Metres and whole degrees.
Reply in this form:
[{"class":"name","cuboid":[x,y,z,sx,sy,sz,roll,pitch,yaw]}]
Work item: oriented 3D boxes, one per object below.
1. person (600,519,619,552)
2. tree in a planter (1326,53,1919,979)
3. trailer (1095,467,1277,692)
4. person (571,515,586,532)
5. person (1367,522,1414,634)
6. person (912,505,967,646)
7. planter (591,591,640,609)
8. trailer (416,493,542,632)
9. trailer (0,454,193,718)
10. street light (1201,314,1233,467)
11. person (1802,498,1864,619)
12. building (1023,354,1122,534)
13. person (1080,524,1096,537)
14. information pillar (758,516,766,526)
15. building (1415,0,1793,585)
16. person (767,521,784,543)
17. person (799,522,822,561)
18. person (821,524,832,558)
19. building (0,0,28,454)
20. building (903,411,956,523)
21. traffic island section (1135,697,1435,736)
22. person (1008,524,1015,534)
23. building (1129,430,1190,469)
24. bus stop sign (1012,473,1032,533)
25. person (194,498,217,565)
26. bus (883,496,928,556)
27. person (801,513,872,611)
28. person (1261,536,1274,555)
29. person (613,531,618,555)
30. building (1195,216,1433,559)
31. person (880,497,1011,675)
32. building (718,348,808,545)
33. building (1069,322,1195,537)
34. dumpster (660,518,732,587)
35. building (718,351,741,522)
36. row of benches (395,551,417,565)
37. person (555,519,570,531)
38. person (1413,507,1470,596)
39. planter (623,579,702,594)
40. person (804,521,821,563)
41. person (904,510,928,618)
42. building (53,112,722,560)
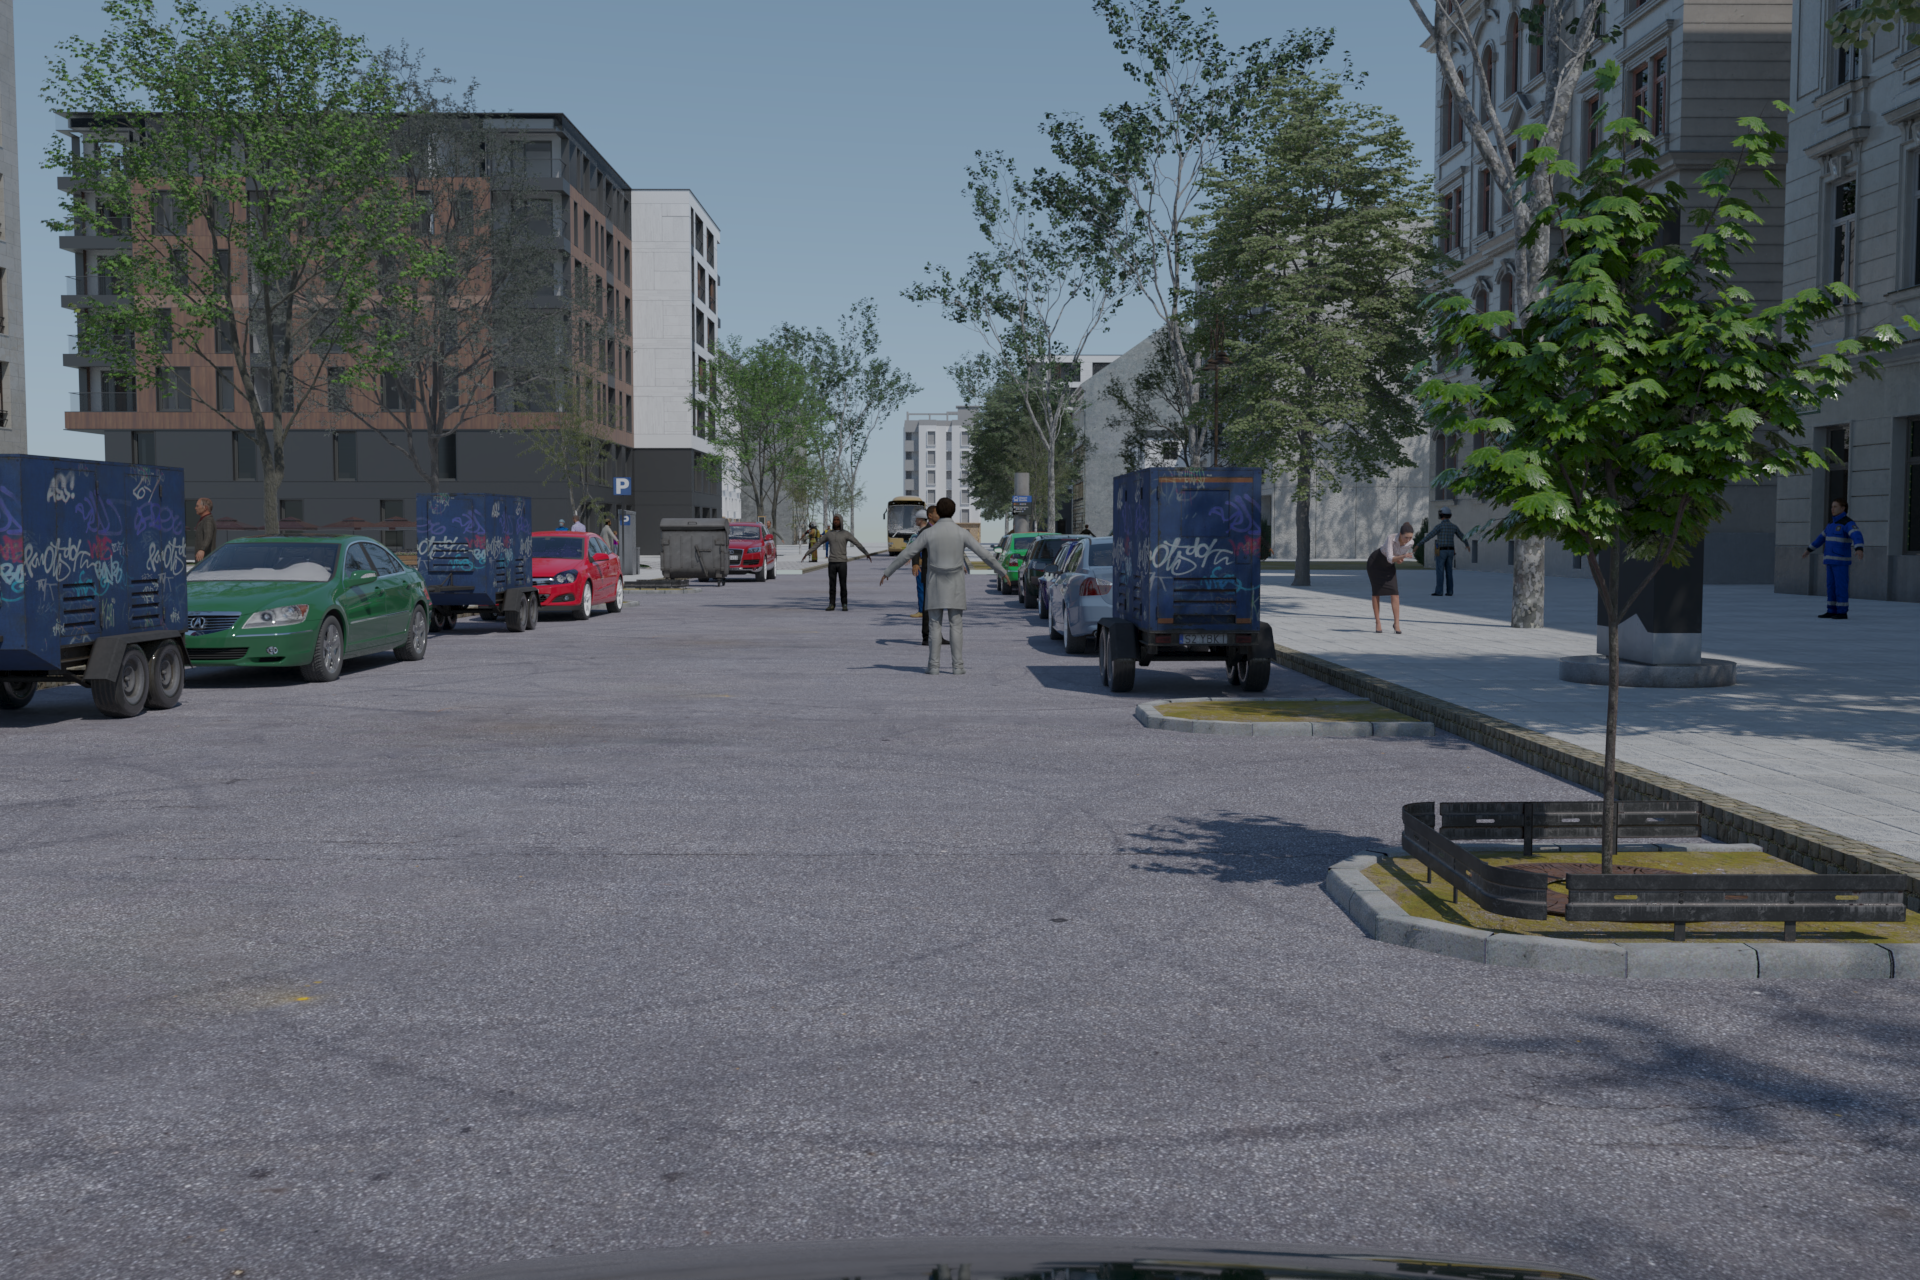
[{"class":"person","cuboid":[-12.358,-3.352,60.896,0.704,1.819,1.344,-3,5,-40]},{"class":"tree in a planter","cuboid":[2.462,-0.566,6.482,1.991,3.239,1.994,0,4,0]},{"class":"trailer","cuboid":[2.035,-0.592,16.723,1.471,1.999,3.904,0,4,-2]},{"class":"person","cuboid":[-11.405,-2.774,51.273,0.599,1.838,0.709,2,4,33]},{"class":"person","cuboid":[5.563,-0.796,22.239,0.799,1.438,0.628,3,5,40]},{"class":"person","cuboid":[-0.316,-0.833,22.300,0.704,1.802,1.346,2,4,28]},{"class":"planter","cuboid":[-7.410,-0.800,34.217,1.991,0.319,1.994,0,3,0]},{"class":"trailer","cuboid":[-7.073,-1.087,24.814,1.471,1.999,3.904,0,4,0]},{"class":"trailer","cuboid":[-7.148,-0.368,13.064,1.471,1.999,3.904,0,4,-1]},{"class":"street light","cuboid":[5.410,-3.904,36.620,0.468,5.910,1.993,0,4,0]},{"class":"person","cuboid":[13.262,-1.238,26.211,0.704,1.831,1.345,-1,4,-8]},{"class":"building","cuboid":[21.597,-22.604,213.548,27.936,21.610,32.646,0,4,-1]},{"class":"person","cuboid":[6.840,-5.324,93.229,1.347,1.806,0.705,2,4,31]},{"class":"information pillar","cuboid":[-8.167,-4.103,71.575,0.304,2.012,0.304,0,4,1]},{"class":"building","cuboid":[24.059,-16.323,54.273,14.401,28.519,23.554,0,4,-1]},{"class":"person","cuboid":[-7.360,-3.694,66.661,1.348,1.796,0.705,1,4,16]},{"class":"person","cuboid":[-6.793,-4.499,79.702,1.345,1.843,0.704,1,4,14]},{"class":"person","cuboid":[-6.890,-5.201,91.009,1.349,1.833,0.705,0,4,5]},{"class":"building","cuboid":[-30.532,-11.291,38.487,10.420,20.400,16.860,0,4,-1]},{"class":"building","cuboid":[-7.938,-24.384,257.548,11.380,20.090,16.016,-1,4,-10]},{"class":"traffic island section","cuboid":[2.375,0.586,13.280,1.991,0.108,1.994,0,4,0]},{"class":"person","cuboid":[2.843,-5.073,89.088,1.346,1.812,0.704,-1,4,-13]},{"class":"building","cuboid":[19.340,-12.100,139.979,9.099,9.664,28.070,0,4,0]},{"class":"bus stop sign","cuboid":[2.663,-5.230,74.523,0.837,3.901,0.837,0,4,1]},{"class":"person","cuboid":[-11.012,-1.165,25.235,0.705,1.807,1.348,-2,4,-24]},{"class":"bus","cuboid":[-3.417,-7.553,115.040,2.896,3.916,12.252,0,4,0]},{"class":"person","cuboid":[-2.283,-1.448,32.255,1.348,1.813,0.705,1,4,10]},{"class":"person","cuboid":[5.087,-1.578,31.870,1.348,1.821,0.705,1,4,13]},{"class":"person","cuboid":[-16.432,-4.502,82.873,0.599,1.433,0.991,-2,4,-29]},{"class":"building","cuboid":[24.640,-14.594,105.074,16.747,18.905,31.486,0,4,0]},{"class":"person","cuboid":[-0.148,-0.555,17.720,1.347,1.806,0.705,0,4,-3]},{"class":"building","cuboid":[-28.516,-23.103,208.655,19.493,23.208,18.063,0,3,0]},{"class":"building","cuboid":[21.880,-21.634,184.643,19.493,23.208,18.063,0,3,0]},{"class":"dumpster","cuboid":[-7.233,-2.392,47.318,1.865,1.857,1.264,0,4,0]},{"class":"building","cuboid":[-29.232,-19.748,179.302,16.016,20.090,11.380,0,4,-1]},{"class":"row of benches","cuboid":[-18.442,-2.853,62.106,4.104,0.672,1.422,-2,4,-31]},{"class":"person","cuboid":[-14.554,-3.497,63.297,1.347,1.817,0.704,0,4,2]},{"class":"person","cuboid":[10.030,-1.839,35.905,1.345,1.849,0.704,-1,4,-17]},{"class":"planter","cuboid":[-7.391,-1.306,42.498,1.991,0.319,1.994,0,4,1]},{"class":"person","cuboid":[-6.609,-4.426,78.141,0.705,1.858,1.354,2,4,27]},{"class":"person","cuboid":[-0.669,-1.314,29.796,0.705,1.847,1.347,1,4,14]},{"class":"building","cuboid":[-29.887,-15.693,100.554,27.936,21.610,32.646,0,4,0]}]
